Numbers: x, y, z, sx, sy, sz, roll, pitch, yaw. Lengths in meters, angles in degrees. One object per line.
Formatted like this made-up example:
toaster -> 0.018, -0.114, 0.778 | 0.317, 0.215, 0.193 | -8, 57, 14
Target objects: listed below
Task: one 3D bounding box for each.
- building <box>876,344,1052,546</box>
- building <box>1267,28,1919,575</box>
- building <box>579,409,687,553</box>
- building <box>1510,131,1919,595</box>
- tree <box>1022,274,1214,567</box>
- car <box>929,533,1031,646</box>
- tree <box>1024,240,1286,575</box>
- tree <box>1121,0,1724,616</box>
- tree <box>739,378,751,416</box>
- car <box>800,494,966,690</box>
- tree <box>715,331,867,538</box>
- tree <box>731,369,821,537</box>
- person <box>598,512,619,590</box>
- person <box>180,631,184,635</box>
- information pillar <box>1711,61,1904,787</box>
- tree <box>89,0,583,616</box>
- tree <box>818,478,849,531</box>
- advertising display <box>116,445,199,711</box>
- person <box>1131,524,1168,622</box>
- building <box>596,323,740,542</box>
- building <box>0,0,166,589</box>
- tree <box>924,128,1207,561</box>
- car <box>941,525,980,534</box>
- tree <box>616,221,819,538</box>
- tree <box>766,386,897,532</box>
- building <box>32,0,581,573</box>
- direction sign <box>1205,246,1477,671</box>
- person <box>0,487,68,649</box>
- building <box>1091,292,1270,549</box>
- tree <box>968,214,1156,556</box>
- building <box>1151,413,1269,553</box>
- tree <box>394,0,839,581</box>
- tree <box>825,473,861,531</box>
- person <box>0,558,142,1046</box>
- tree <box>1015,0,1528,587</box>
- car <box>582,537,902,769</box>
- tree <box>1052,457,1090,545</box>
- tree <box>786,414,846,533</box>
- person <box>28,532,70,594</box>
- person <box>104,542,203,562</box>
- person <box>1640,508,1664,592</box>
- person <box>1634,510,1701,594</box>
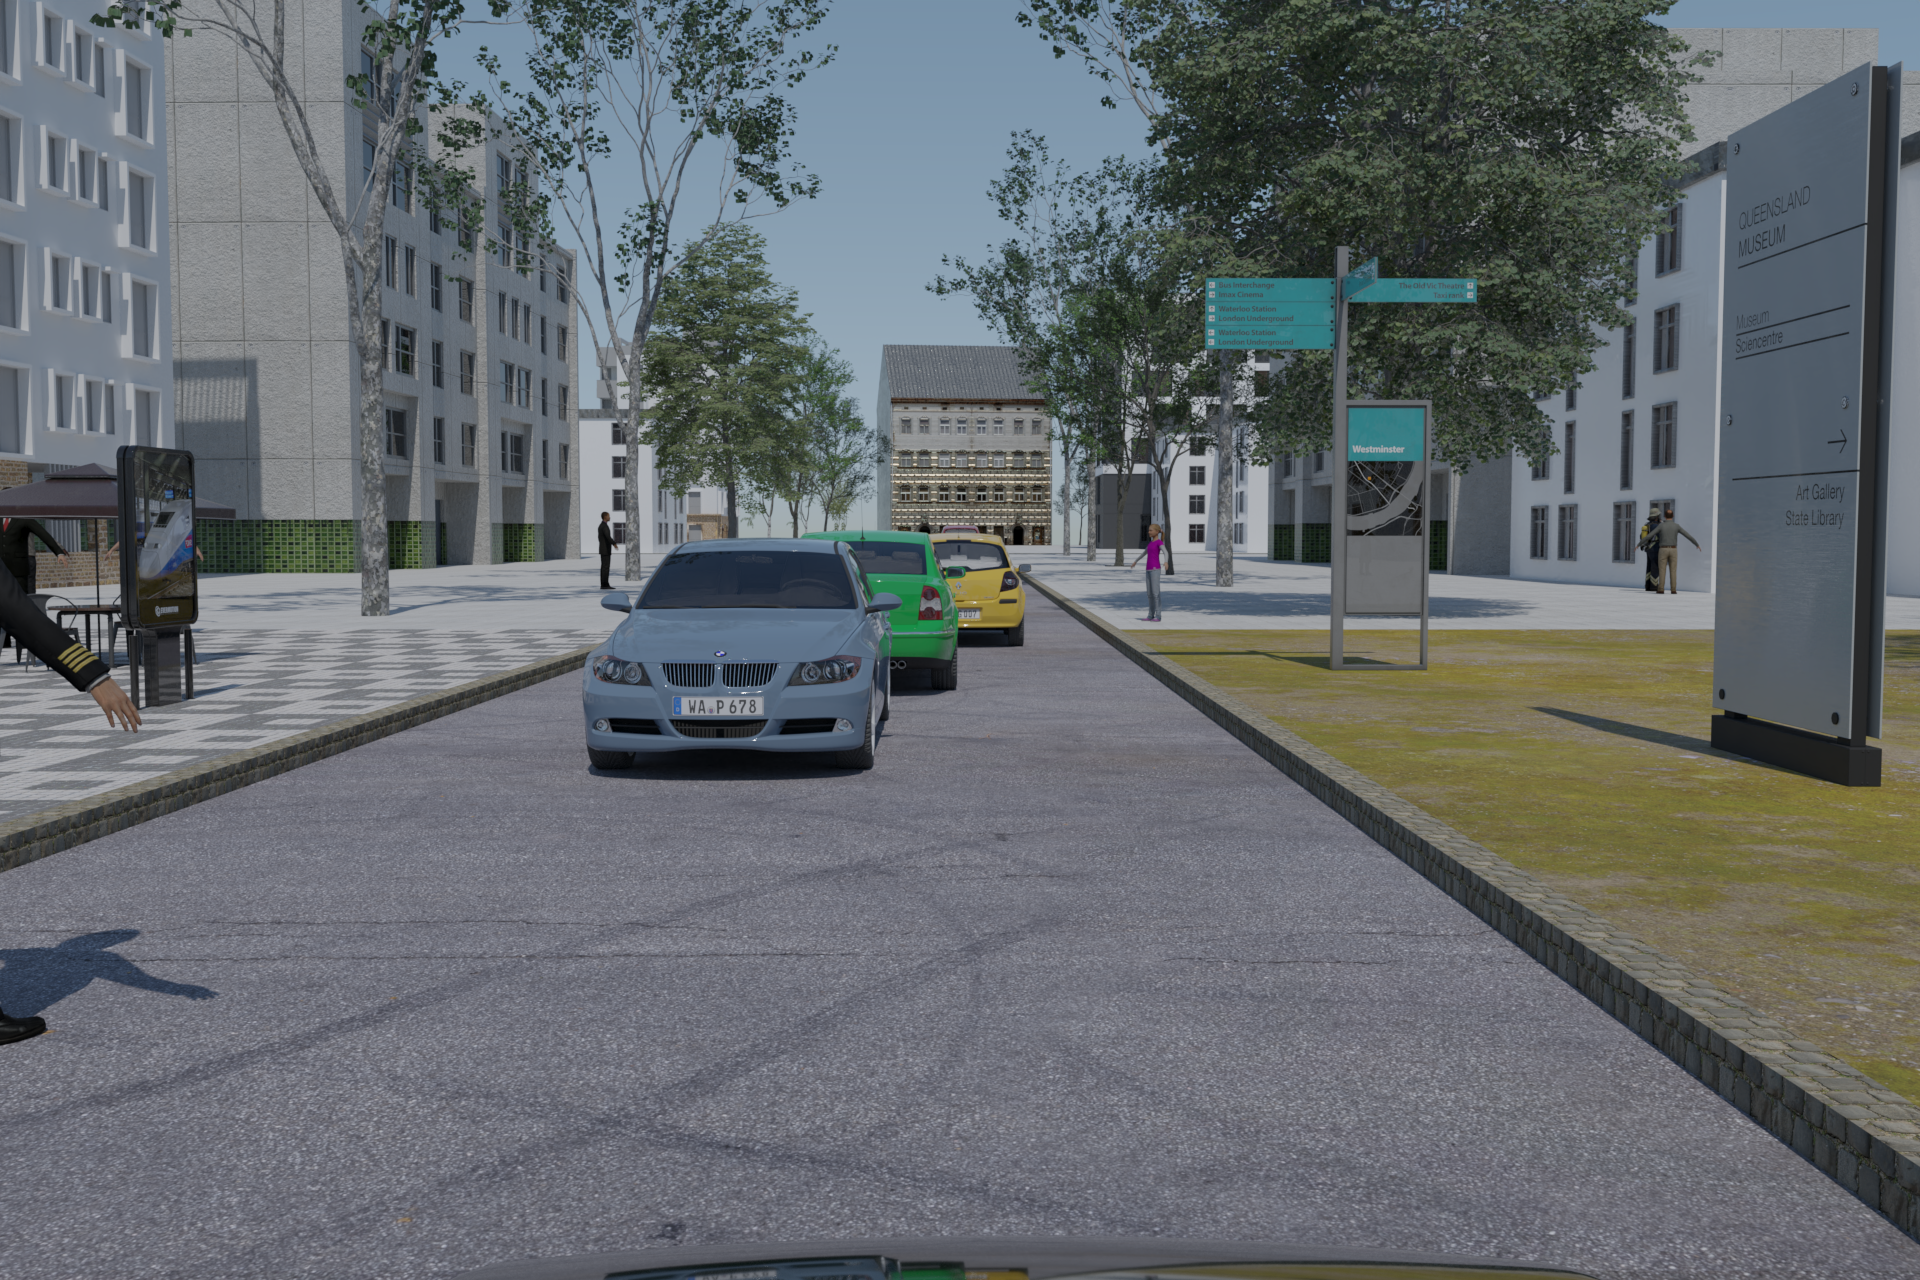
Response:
building -> 0.134, -22.457, 200.563 | 18.063, 23.208, 19.493 | 0, 4, -7
building -> 23.629, -12.409, 69.340 | 16.747, 18.905, 31.486 | 0, 4, 0
building -> -24.963, -11.502, 130.213 | 9.099, 9.664, 28.070 | 0, 4, 1
building -> 20.721, -5.819, 37.292 | 9.099, 9.664, 28.070 | 0, 3, 0
tree -> 6.461, -8.699, 67.980 | 9.928, 11.665, 9.643 | 0, 3, 0
car -> -0.015, -0.815, 23.543 | 2.015, 1.641, 3.980 | 0, 3, 0
tree -> 6.505, -7.327, 54.216 | 8.767, 10.594, 7.601 | -1, 4, -14
tree -> 6.967, -7.354, 26.900 | 9.857, 13.997, 8.962 | 0, 3, 0
tree -> -25.925, -20.895, 197.520 | 12.611, 20.169, 13.585 | 0, 3, 0
car -> -0.914, -0.519, 17.286 | 1.959, 1.807, 4.718 | 0, 4, 0
tree -> -8.611, -9.994, 89.152 | 9.928, 11.665, 9.643 | 0, 3, 0
tree -> -8.351, -7.590, 74.451 | 4.360, 8.622, 3.978 | 0, 3, 0
person -> -8.177, -2.070, 40.075 | 0.704, 1.802, 1.346 | -2, 4, -26
person -> -10.091, -0.981, 22.179 | 0.704, 1.843, 1.345 | -2, 4, -34
information pillar -> 4.597, -1.112, 9.499 | 0.184, 3.620, 1.656 | 0, 4, 0
tree -> -10.515, -10.481, 27.248 | 12.611, 20.169, 13.585 | 0, 3, 0
tree -> -14.397, -15.319, 200.833 | 4.737, 8.622, 4.395 | 0, 3, 0
advertising display -> -5.996, -0.475, 12.981 | 0.123, 1.923, 0.974 | 0, 4, 1
person -> 2.780, -0.982, 25.316 | 0.599, 1.433, 0.991 | -2, 4, -24
building -> -26.633, -18.350, 156.439 | 16.016, 20.090, 11.380 | 0, 4, 1
building -> -26.353, -10.844, 33.721 | 16.016, 20.090, 11.380 | 0, 3, 0
tree -> 5.175, -13.827, 81.960 | 12.611, 20.169, 13.585 | 0, 3, 0
car -> 0.012, -4.013, 74.284 | 2.281, 1.827, 5.304 | 0, 4, -1
tree -> -8.795, -8.894, 63.545 | 7.486, 12.596, 7.792 | 0, 3, 0
tree -> -8.486, -10.672, 108.904 | 8.767, 10.594, 7.601 | -1, 4, -21
building -> -27.844, -12.550, 71.646 | 16.747, 18.905, 31.486 | 0, 4, 1
direction sign -> 3.554, -1.644, 15.647 | 2.525, 3.948, 1.411 | 0, 4, -1
person -> -10.624, -0.807, 19.378 | 1.347, 1.806, 0.705 | 0, 4, -1
building -> 26.001, -19.511, 162.971 | 27.936, 21.610, 32.646 | 0, 4, 0
tree -> 7.746, -15.014, 101.362 | 12.611, 20.169, 13.585 | 0, 3, 0
building -> 20.558, -11.668, 132.920 | 9.099, 9.664, 28.070 | 0, 4, 0
tree -> -9.355, -11.765, 48.239 | 12.611, 20.169, 13.585 | 0, 3, 0
tree -> -13.217, -14.981, 195.304 | 4.737, 8.622, 4.395 | 0, 3, 0
person -> -2.865, 0.215, 4.877 | 1.347, 1.837, 0.705 | 2, 4, 25
tree -> 7.700, -11.306, 40.735 | 12.611, 20.169, 13.585 | 0, 3, 0
car -> -1.396, -0.005, 12.092 | 2.014, 1.417, 4.499 | 0, 4, 0
tree -> 13.934, -16.000, 196.019 | 7.601, 10.594, 8.767 | 0, 4, 6
tree -> -9.119, -9.198, 100.747 | 4.360, 8.622, 3.978 | 0, 3, 0
person -> -15.362, -1.365, 28.449 | 1.348, 1.813, 0.705 | 0, 4, -5
person -> -11.396, -1.143, 24.549 | 1.347, 1.847, 0.705 | 0, 4, -5
person -> 15.493, -2.008, 38.616 | 0.705, 1.856, 1.354 | -1, 4, -8
person -> 15.135, -1.881, 37.024 | 1.348, 1.796, 0.705 | 1, 4, 15
